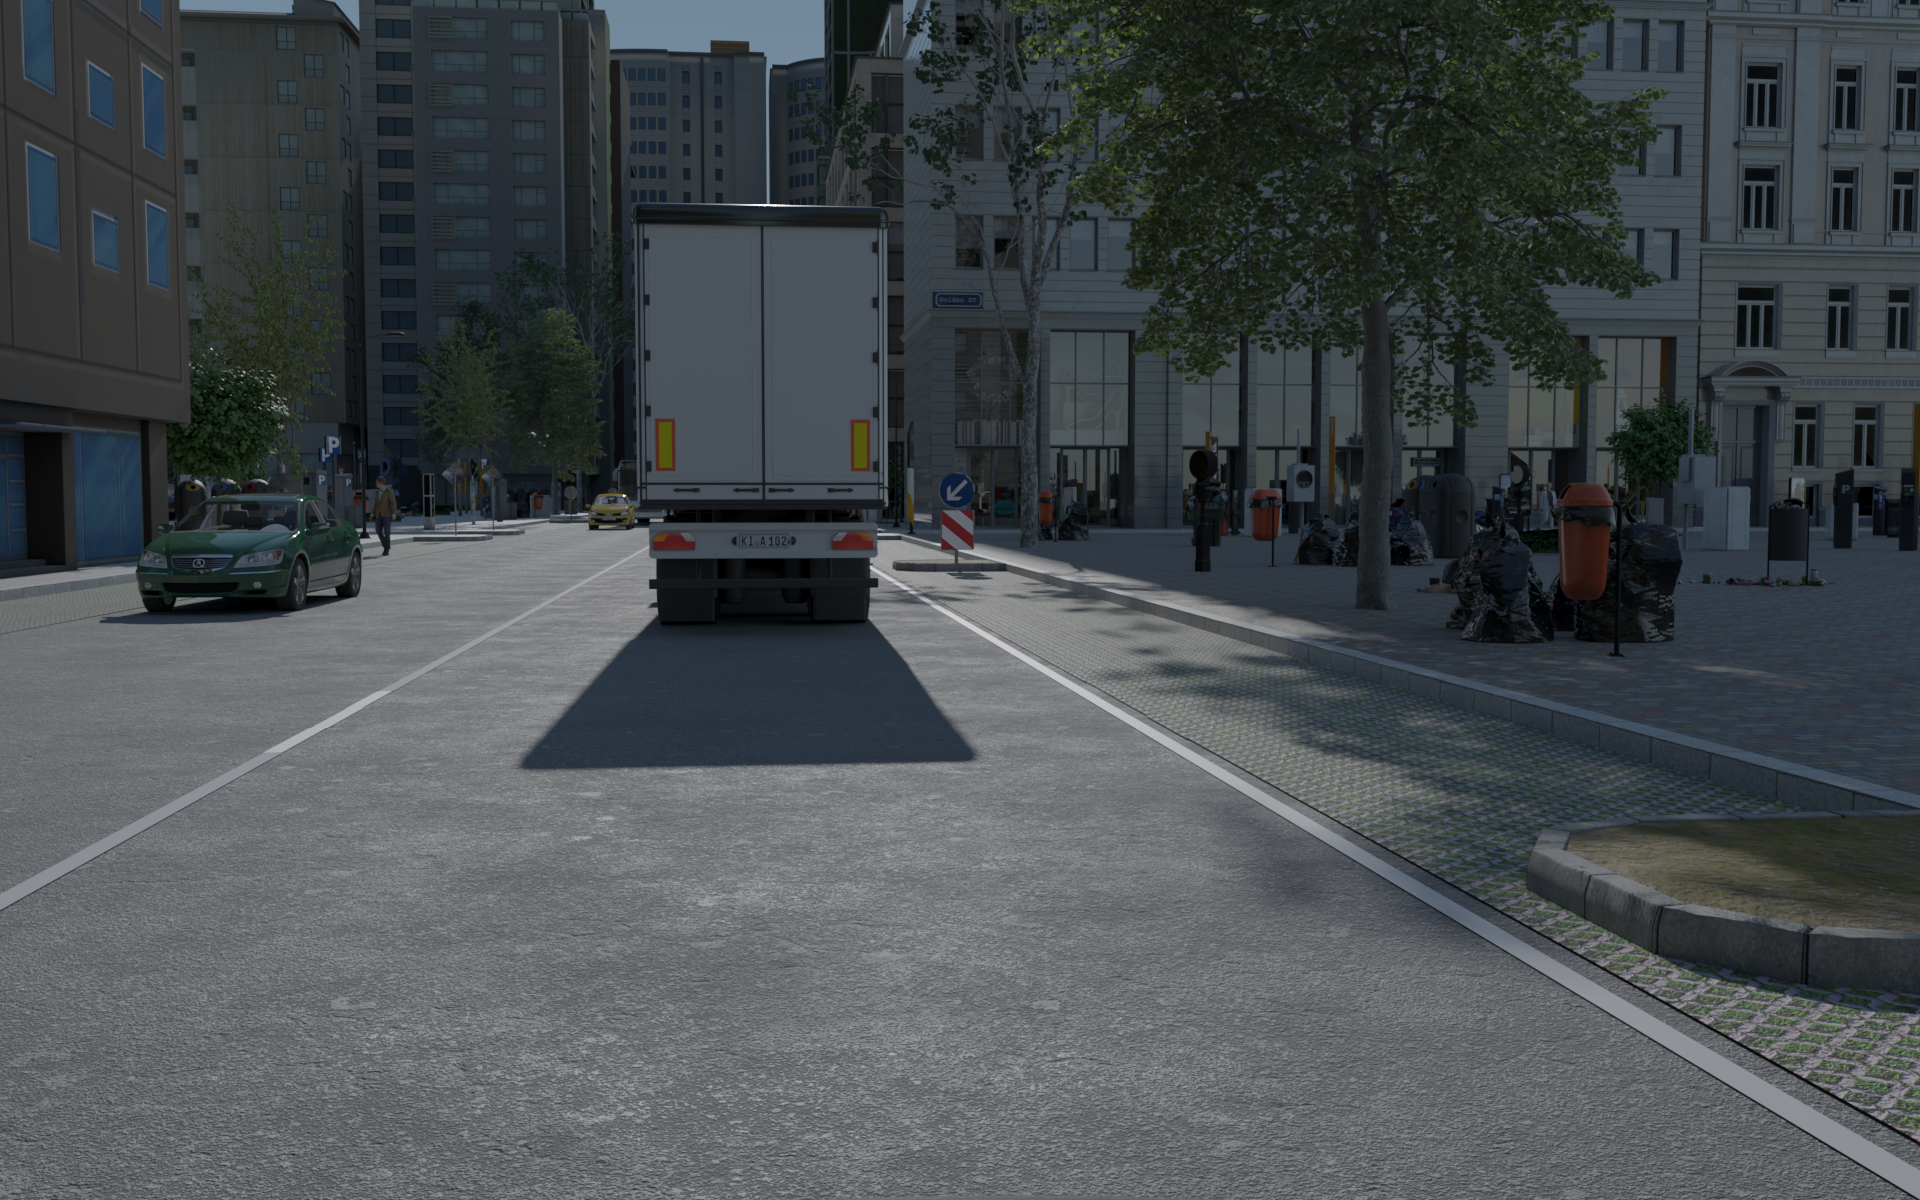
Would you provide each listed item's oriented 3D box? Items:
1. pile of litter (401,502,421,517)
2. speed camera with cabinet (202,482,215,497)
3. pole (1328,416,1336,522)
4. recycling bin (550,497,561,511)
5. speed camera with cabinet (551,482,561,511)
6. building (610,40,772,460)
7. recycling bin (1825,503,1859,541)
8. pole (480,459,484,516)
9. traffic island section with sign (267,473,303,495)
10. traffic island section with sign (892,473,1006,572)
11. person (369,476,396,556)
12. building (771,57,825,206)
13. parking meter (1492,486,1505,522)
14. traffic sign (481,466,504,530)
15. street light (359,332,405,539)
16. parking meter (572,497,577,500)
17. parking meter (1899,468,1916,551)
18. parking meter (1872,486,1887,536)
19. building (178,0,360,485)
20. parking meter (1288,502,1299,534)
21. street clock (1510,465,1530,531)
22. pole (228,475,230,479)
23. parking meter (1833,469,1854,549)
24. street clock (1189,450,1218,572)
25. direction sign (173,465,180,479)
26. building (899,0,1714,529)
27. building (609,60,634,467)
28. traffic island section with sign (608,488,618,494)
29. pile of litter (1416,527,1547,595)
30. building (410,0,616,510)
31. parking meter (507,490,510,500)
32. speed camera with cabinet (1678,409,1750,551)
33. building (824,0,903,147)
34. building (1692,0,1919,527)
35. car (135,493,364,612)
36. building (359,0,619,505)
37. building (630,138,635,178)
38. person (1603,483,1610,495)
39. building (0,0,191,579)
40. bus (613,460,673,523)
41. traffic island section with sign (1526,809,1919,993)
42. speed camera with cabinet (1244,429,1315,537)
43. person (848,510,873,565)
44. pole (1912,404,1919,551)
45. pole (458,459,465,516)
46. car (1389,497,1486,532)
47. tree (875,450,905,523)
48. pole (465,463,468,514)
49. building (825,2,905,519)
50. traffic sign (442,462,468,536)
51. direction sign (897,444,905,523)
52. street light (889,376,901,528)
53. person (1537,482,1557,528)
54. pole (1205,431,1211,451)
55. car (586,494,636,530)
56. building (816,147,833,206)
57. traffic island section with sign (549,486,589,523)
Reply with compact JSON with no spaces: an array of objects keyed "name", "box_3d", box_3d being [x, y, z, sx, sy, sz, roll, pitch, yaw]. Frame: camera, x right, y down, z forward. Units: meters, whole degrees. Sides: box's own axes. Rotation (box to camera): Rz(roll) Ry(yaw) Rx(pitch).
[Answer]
[{"name":"pile of litter","box_3d":[-31.325,-5.193,98.876,1.176,0.858,1.719,0,4,-8]},{"name":"speed camera with cabinet","box_3d":[-35.794,-5.354,81.872,2.038,3.252,0.660,2,4,33]},{"name":"pole","box_3d":[9.762,-3.158,45.484,0.158,3.312,0.155,0,3,0]},{"name":"recycling bin","box_3d":[-31.369,-7.422,133.896,0.722,1.027,0.722,-3,5,-42]},{"name":"speed camera with cabinet","box_3d":[-31.515,-8.433,132.212,2.038,3.252,0.660,0,4,-5]},{"name":"building","box_3d":[-39.535,-41.941,227.739,28.212,58.520,21.231,0,4,-7]},{"name":"recycling bin","box_3d":[24.446,-2.169,48.024,0.722,1.027,0.722,1,4,19]},{"name":"pole","box_3d":[-27.796,-6.531,100.624,0.158,3.312,0.155,0,3,0]},{"name":"traffic island section with sign","box_3d":[-12.583,-1.434,32.079,1.989,1.847,2.006,0,4,-7]},{"name":"traffic island section with sign","box_3d":[-0.256,-1.477,32.772,1.989,1.847,2.006,0,4,-7]},{"name":"person","box_3d":[-13.433,-1.952,40.323,0.656,1.842,0.836,-1,4,-8]},{"name":"building","box_3d":[-11.093,-42.161,231.330,28.212,58.520,21.231,0,4,-7]},{"name":"parking meter","box_3d":[16.254,-2.683,52.276,0.372,1.533,0.369,0,3,0]},{"name":"traffic sign","box_3d":[-16.479,-3.516,61.127,0.795,2.450,0.064,0,4,-7]},{"name":"street light","box_3d":[-16.598,-4.721,49.724,1.470,5.913,1.316,0,4,-7]},{"name":"parking meter","box_3d":[-26.406,-6.733,118.491,0.372,1.533,0.369,0,3,0]},{"name":"parking meter","box_3d":[21.386,-2.043,39.107,0.255,1.863,0.399,1,4,23]},{"name":"parking meter","box_3d":[28.427,-2.759,53.514,0.372,1.533,0.369,0,3,0]},{"name":"building","box_3d":[-78.278,-36.777,190.537,27.495,52.752,28.713,0,4,-7]},{"name":"parking meter","box_3d":[10.813,-3.083,56.112,0.255,1.863,0.399,0,4,-5]},{"name":"street clock","box_3d":[14.003,-2.373,43.366,0.358,2.002,0.471,-2,4,-25]},{"name":"pole","box_3d":[-41.298,-6.364,97.902,0.158,3.312,0.155,0,3,0]},{"name":"parking meter","box_3d":[20.807,-2.147,40.816,0.399,1.863,0.255,1,4,11]},{"name":"street clock","box_3d":[4.020,-1.471,28.622,0.358,2.002,0.471,-2,4,-34]},{"name":"direction sign","box_3d":[-41.465,-6.099,91.723,0.379,3.537,0.876,2,4,33]},{"name":"building","box_3d":[12.919,-17.843,69.234,29.804,29.767,11.434,0,4,-7]},{"name":"building","box_3d":[-40.687,-32.127,175.392,14.600,45.320,14.200,0,4,-7]},{"name":"traffic island section with sign","box_3d":[-22.537,-6.361,112.636,1.989,1.847,2.006,0,4,-7]},{"name":"pile of litter","box_3d":[6.848,-0.520,22.471,1.719,0.858,1.176,3,4,37]},{"name":"building","box_3d":[-35.962,-27.985,141.147,14.154,41.232,14.086,0,4,-7]},{"name":"parking meter","box_3d":[-25.510,-5.452,97.557,0.372,1.533,0.369,0,3,0]},{"name":"speed camera with cabinet","box_3d":[17.298,-2.776,39.728,0.660,3.252,2.038,-1,4,-8]},{"name":"building","box_3d":[-4.349,-44.402,164.231,20.563,71.187,20.611,0,4,-7]},{"name":"building","box_3d":[37.496,-17.614,73.897,20.117,28.700,13.634,0,4,-7]},{"name":"car","box_3d":[-9.162,-0.664,22.656,2.131,1.459,4.920,0,4,-6]},{"name":"building","box_3d":[-41.539,-43.960,156.992,20.563,71.187,20.611,0,4,-7]},{"name":"building","box_3d":[-50.267,-33.198,197.410,28.867,44.769,22.147,0,4,-7]},{"name":"person","box_3d":[22.102,-3.122,59.726,0.592,1.802,0.473,1,4,21]},{"name":"building","box_3d":[-21.358,-22.962,25.541,14.600,45.320,14.200,0,4,-7]},{"name":"bus","box_3d":[-14.725,-5.451,83.976,2.948,3.499,13.247,0,4,-6]},{"name":"traffic island section with sign","box_3d":[3.078,0.168,5.881,1.989,1.847,2.006,0,4,-7]},{"name":"speed camera with cabinet","box_3d":[9.627,-3.536,52.154,2.038,3.252,0.660,-1,4,-14]},{"name":"person","box_3d":[-2.105,-1.603,34.810,0.635,1.810,0.391,2,4,28]},{"name":"pole","box_3d":[21.696,-2.781,39.305,0.158,3.312,0.155,0,3,0]},{"name":"pole","box_3d":[-28.676,-6.451,99.321,0.158,3.312,0.155,0,3,0]},{"name":"car","box_3d":[16.609,-2.900,59.994,3.894,1.354,1.945,0,4,-8]},{"name":"tree","box_3d":[-3.091,-4.974,75.929,1.663,3.219,1.824,0,3,0]},{"name":"pole","box_3d":[-32.206,-7.283,112.924,0.158,3.312,0.155,0,3,0]},{"name":"building","box_3d":[2.276,-18.417,105.627,19.350,26.468,34.151,0,4,-7]},{"name":"traffic sign","box_3d":[-15.499,-3.031,53.202,0.795,2.450,0.064,0,4,-7]},{"name":"direction sign","box_3d":[-2.623,-5.256,77.931,0.379,3.537,0.876,2,4,28]},{"name":"street light","box_3d":[-2.979,-5.728,66.187,1.470,5.913,1.316,0,4,-7]},{"name":"person","box_3d":[20.488,-3.184,60.431,0.514,1.842,0.818,-2,4,-25]},{"name":"pole","box_3d":[8.084,-3.829,56.450,0.158,3.312,0.155,0,3,0]},{"name":"car","box_3d":[-14.240,-3.709,70.860,2.015,1.641,3.980,0,4,-7]},{"name":"building","box_3d":[-5.301,-22.997,147.697,14.160,30.474,14.107,0,4,-7]},{"name":"traffic island section with sign","box_3d":[-19.203,-4.710,85.644,1.989,1.847,2.006,0,4,-7]}]
